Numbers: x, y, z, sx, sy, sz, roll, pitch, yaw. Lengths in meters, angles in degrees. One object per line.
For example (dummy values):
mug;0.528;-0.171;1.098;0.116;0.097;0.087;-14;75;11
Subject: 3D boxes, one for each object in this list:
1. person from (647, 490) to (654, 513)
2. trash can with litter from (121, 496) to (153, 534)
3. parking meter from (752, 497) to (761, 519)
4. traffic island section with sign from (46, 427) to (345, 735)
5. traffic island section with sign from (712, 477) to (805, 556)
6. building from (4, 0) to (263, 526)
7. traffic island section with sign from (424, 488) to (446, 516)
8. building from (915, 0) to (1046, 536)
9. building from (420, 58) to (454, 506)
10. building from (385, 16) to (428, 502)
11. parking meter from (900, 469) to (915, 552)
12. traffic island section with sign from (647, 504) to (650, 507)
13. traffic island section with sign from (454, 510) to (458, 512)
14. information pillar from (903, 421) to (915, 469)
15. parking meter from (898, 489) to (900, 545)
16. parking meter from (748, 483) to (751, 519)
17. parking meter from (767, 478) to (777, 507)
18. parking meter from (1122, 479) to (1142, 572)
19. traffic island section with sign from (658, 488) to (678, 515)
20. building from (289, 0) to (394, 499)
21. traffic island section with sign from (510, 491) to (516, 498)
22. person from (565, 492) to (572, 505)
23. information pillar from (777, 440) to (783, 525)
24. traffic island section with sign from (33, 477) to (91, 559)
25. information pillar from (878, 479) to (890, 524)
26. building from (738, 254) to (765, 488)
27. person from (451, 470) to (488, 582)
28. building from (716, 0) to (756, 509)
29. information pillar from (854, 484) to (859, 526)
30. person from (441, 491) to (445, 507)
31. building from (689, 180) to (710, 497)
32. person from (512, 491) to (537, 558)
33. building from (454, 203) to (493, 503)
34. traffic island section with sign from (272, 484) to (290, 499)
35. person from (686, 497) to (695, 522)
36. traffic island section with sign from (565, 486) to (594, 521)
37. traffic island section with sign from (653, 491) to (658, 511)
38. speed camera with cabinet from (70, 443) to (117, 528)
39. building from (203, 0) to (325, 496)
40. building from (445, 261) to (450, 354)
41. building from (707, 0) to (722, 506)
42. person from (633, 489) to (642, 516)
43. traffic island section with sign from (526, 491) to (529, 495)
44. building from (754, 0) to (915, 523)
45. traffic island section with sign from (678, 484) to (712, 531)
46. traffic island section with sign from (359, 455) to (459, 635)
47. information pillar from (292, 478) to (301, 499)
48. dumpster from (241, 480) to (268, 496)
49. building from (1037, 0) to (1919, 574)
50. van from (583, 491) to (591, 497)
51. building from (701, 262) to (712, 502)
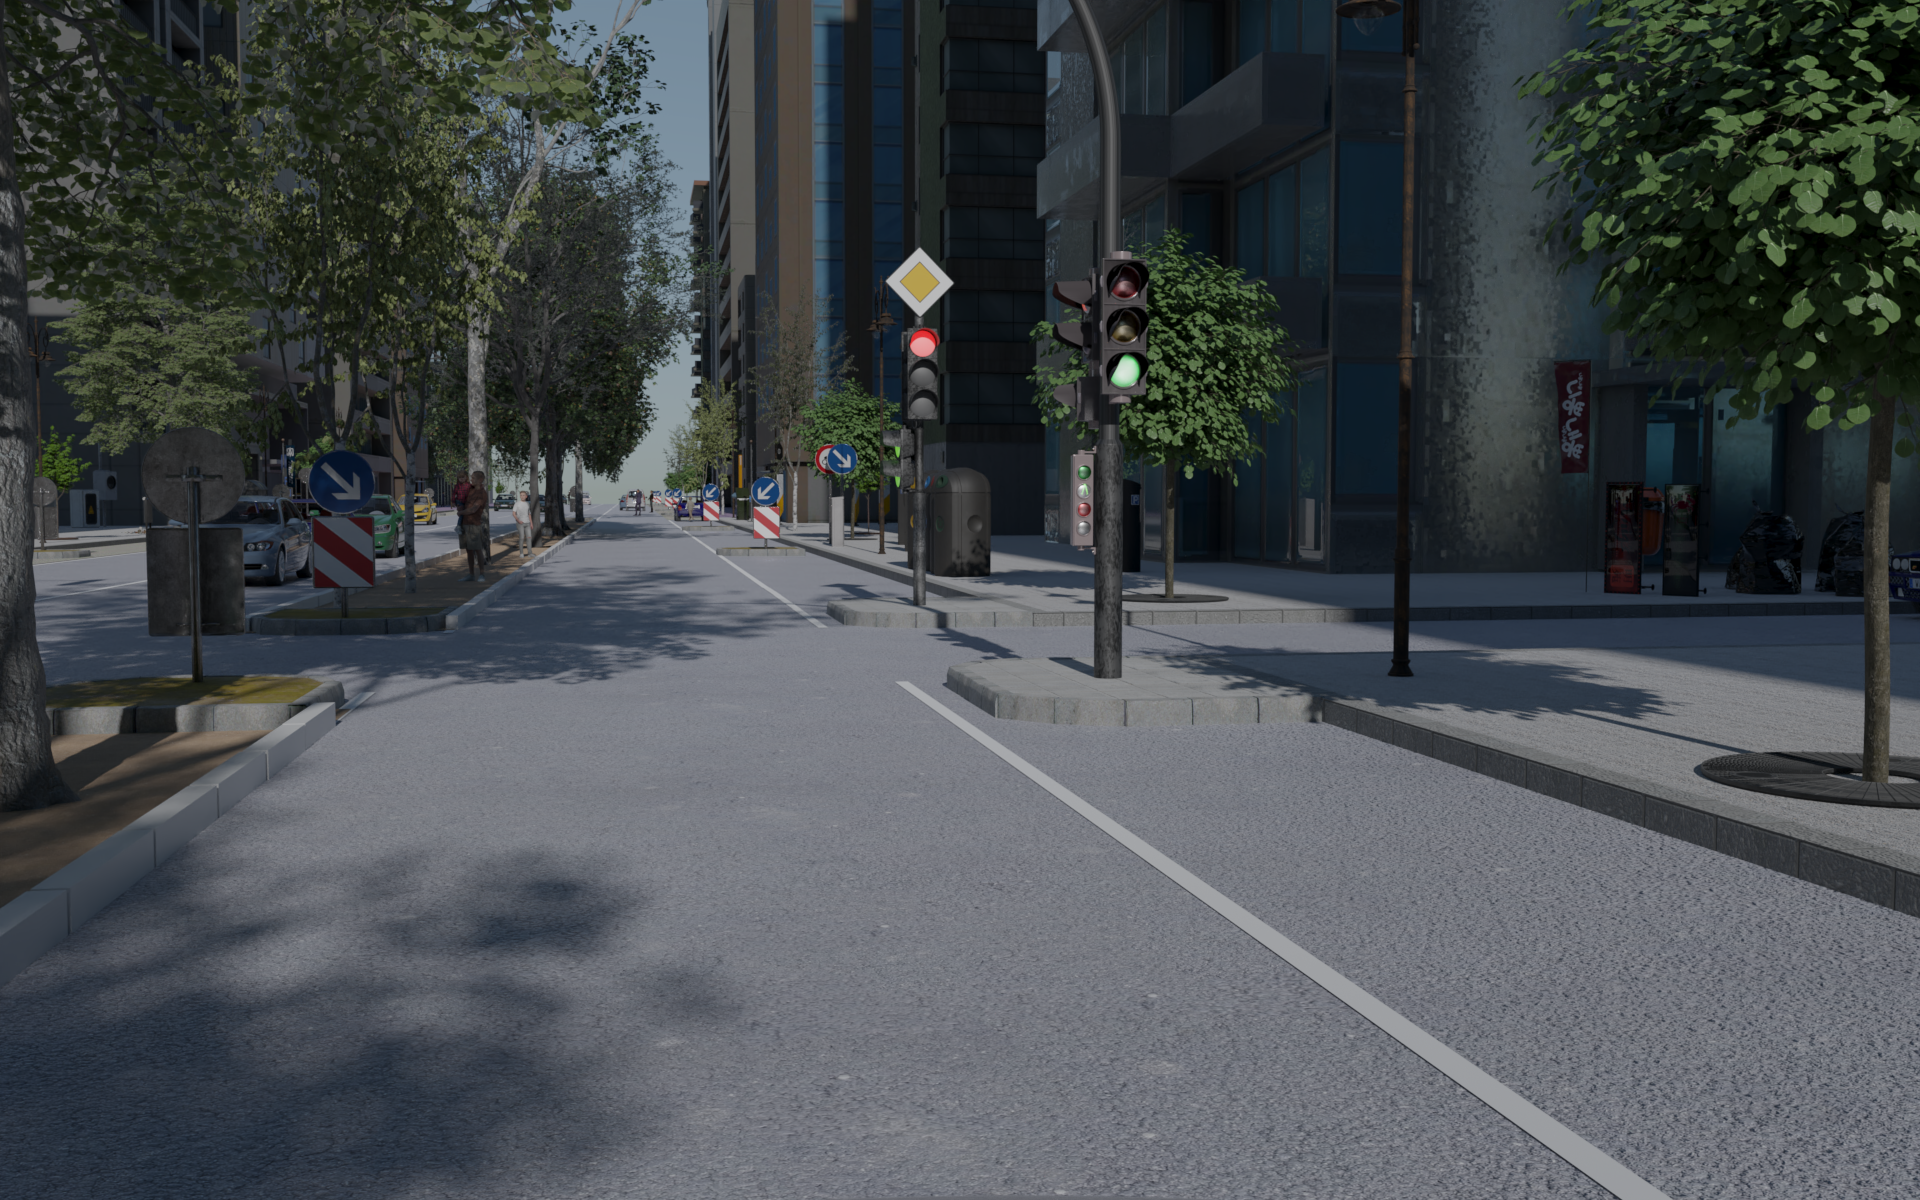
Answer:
person;-23.953;-7.628;134.046;0.721;1.723;1.217;-2;4;-27
trash can with litter;-26.771;-2.789;56.657;1.678;1.210;2.233;-1;4;-12
parking meter;-9.256;-4.501;79.307;0.255;1.863;0.399;0;4;2
traffic island section with sign;-5.110;-0.189;11.221;2.006;1.907;1.989;-1;4;-11
traffic island section with sign;-4.736;-1.970;40.830;1.989;1.847;2.006;-1;4;-11
building;-43.314;-39.030;76.391;20.563;71.187;20.611;-1;4;-11
traffic island section with sign;-35.120;-6.483;114.620;1.989;1.847;2.006;-1;4;-11
building;5.191;-17.653;60.330;14.160;30.474;14.107;-1;4;-11
building;-66.787;-34.703;187.002;23.786;49.044;30.456;-1;4;-11
building;-52.583;-30.210;144.052;14.600;45.320;14.200;-1;4;-11
parking meter;-1.046;-2.007;38.532;0.399;1.863;0.255;1;4;16
traffic island section with sign;-34.675;-11.613;198.507;1.989;1.847;2.006;-1;4;-11
traffic island section with sign;-40.203;-8.122;141.429;1.989;1.847;2.006;-1;4;-11
information pillar;-1.598;-3.894;55.018;0.504;3.616;0.183;0;4;5
parking meter;-1.351;-2.317;43.602;0.399;1.863;0.255;1;4;12
parking meter;-10.886;-5.185;90.493;0.255;1.863;0.399;2;4;24
parking meter;-6.901;-3.524;63.327;0.399;1.863;0.255;0;4;4
parking meter;2.789;-1.229;28.500;0.372;1.533;0.369;0;3;0
traffic island section with sign;-19.372;-6.684;117.908;1.989;1.847;2.006;-1;4;-11
building;-54.016;-30.691;125.497;21.300;48.544;21.600;-1;4;-11
traffic island section with sign;-50.535;-11.451;195.856;1.989;1.847;2.006;-1;4;-11
person;-50.728;-13.160;224.495;0.721;1.723;1.217;2;4;31
information pillar;-7.538;-4.950;72.287;0.183;3.616;0.504;1;4;22
traffic island section with sign;-20.720;-1.847;38.832;1.989;1.847;2.006;-1;4;-11
information pillar;-3.216;-5.011;73.278;0.504;3.616;0.183;-2;4;-28
building;-2.301;-17.657;133.730;27.650;21.520;28.899;-1;4;-11
person;-7.974;-1.206;28.200;0.580;1.828;0.573;-1;4;-10
building;-10.667;-32.616;156.973;21.300;48.544;21.600;-1;4;-11
information pillar;-4.146;-4.766;69.282;0.183;3.616;0.504;1;4;13
person;-50.947;-9.869;170.781;0.530;1.710;0.541;-1;4;-11
building;-25.831;-35.736;238.906;22.147;44.769;28.867;-1;4;-11
person;-9.741;-1.693;38.773;0.523;1.515;0.503;1;4;12
building;-71.206;-33.666;234.038;14.154;41.232;14.086;-1;4;-11
traffic island section with sign;-25.865;-3.505;65.931;1.989;1.847;2.006;-1;4;-11
person;-13.763;-4.623;88.366;0.640;1.303;0.475;2;4;35
traffic island section with sign;-20.509;-5.149;92.323;2.006;1.907;1.989;-1;4;-11
traffic island section with sign;-24.446;-8.316;144.586;1.989;1.847;2.006;-1;4;-11
speed camera with cabinet;-33.144;-4.399;66.253;0.660;3.252;2.038;1;4;10
building;-53.199;-31.275;100.586;28.713;52.752;27.495;-1;4;-11
building;-75.812;-31.886;213.221;32.217;40.220;23.993;-1;4;-11
building;-17.803;-40.042;196.680;21.231;58.520;28.212;-1;4;-11
person;-21.461;-6.485;114.974;0.568;1.767;0.683;1;4;22
traffic island section with sign;-55.662;-13.101;222.833;1.989;1.847;2.006;-1;4;-11
building;-2.366;-26.442;82.438;14.600;45.320;14.200;-1;4;-11
traffic island section with sign;-9.945;-3.644;68.207;1.989;1.847;2.006;-1;4;-11
traffic island section with sign;-6.482;-0.634;18.500;2.006;1.907;1.989;-1;4;-11
information pillar;-30.604;-4.613;79.916;0.304;2.012;0.304;2;4;31
dumpster;-28.863;-3.941;70.198;1.264;1.857;1.865;-1;4;-11
building;16.640;-25.583;37.896;30.456;49.044;23.786;-1;4;-11
van;-52.326;-14.313;241.025;2.013;2.044;4.112;-1;4;-9
building;-25.470;-27.271;217.582;14.160;30.474;14.107;-1;4;-11
